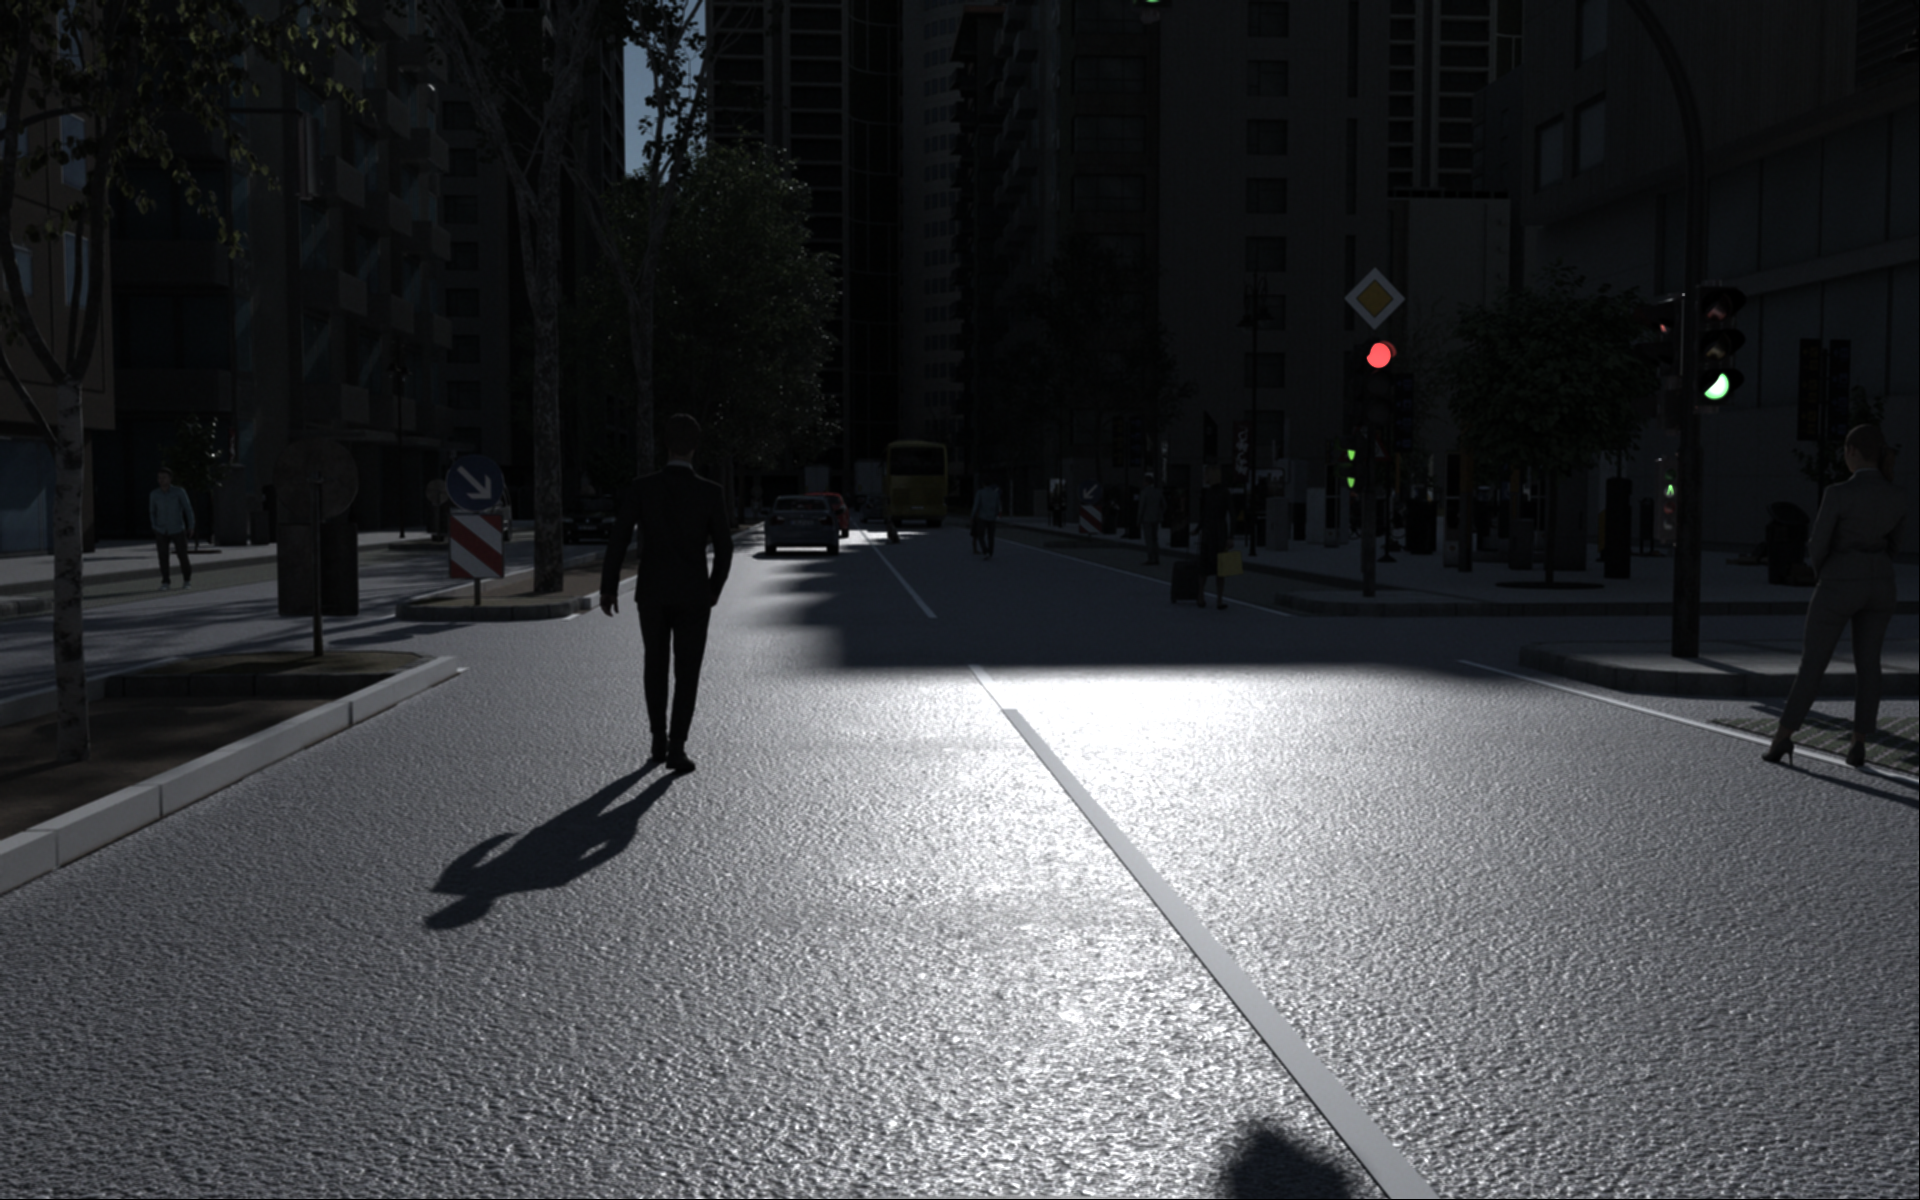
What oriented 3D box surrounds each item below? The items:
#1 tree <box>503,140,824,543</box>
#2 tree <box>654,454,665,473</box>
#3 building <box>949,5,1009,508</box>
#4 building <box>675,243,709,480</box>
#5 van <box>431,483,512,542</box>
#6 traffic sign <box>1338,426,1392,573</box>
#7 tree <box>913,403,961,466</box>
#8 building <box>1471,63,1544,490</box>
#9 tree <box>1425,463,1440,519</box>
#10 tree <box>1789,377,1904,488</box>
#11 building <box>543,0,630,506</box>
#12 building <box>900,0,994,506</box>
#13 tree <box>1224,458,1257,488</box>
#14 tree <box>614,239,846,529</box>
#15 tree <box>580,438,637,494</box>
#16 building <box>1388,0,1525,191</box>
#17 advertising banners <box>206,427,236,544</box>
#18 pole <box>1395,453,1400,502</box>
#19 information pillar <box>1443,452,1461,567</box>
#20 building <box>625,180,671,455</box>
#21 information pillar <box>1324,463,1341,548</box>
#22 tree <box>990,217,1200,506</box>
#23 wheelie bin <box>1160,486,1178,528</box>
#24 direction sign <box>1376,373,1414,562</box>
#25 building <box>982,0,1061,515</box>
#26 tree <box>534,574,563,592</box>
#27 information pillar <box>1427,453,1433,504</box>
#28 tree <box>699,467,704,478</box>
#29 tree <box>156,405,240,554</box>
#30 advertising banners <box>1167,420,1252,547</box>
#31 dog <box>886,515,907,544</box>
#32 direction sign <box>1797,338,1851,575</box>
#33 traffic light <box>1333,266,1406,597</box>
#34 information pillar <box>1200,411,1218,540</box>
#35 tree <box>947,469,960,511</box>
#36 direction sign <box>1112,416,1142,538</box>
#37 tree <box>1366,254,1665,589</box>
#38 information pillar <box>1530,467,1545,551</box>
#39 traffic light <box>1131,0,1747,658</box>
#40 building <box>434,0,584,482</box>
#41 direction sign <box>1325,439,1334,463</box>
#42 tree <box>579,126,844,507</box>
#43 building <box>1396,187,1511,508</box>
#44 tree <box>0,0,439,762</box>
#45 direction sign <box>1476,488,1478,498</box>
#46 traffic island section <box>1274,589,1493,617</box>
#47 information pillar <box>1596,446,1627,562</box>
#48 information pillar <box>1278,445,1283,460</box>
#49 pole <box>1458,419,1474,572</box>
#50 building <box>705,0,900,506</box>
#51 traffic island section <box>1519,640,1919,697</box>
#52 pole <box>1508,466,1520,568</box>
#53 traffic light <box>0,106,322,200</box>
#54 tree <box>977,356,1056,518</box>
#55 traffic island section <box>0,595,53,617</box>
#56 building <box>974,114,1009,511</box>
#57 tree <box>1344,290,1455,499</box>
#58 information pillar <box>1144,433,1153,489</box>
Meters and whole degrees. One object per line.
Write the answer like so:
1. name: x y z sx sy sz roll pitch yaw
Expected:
1. tree: -7.705 -7.464 50.243 9.928 11.665 9.643 0 3 0
2. tree: -21.564 -8.166 117.222 4.285 4.588 4.351 0 3 0
3. building: 10.479 -30.706 156.670 22.147 44.769 28.867 0 4 -4
4. building: -34.350 -25.370 186.507 14.107 30.474 14.160 0 4 -4
5. van: -14.271 -2.670 50.674 2.013 2.044 4.112 0 4 -3
6. traffic sign: 6.574 -1.724 28.199 0.884 2.594 0.081 0 4 -2
7. tree: -1.779 -11.601 140.031 4.360 8.622 3.978 0 3 0
8. building: 58.450 -29.592 167.428 14.086 41.232 14.154 0 4 -4
9. tree: 23.592 -5.715 88.039 1.663 3.219 1.824 0 3 0
10. tree: 14.596 -2.045 28.032 1.663 3.219 1.824 0 3 0
11. building: -35.533 -42.841 138.702 20.563 71.187 20.611 0 4 -4
12. building: 7.518 -39.764 192.143 28.212 58.520 21.231 0 4 -4
13. tree: 12.054 -4.885 74.469 1.663 3.219 1.824 0 3 0
14. tree: -9.509 -9.271 71.045 9.611 12.733 9.660 0 3 0
15. tree: -20.385 -7.161 100.788 4.285 4.588 4.351 0 3 0
16. building: 52.507 -46.285 195.005 20.611 71.187 20.563 0 4 -4
17. advertising banners: -19.124 -2.980 44.905 0.090 3.025 2.074 0 4 -2
18. pole: 17.335 -4.575 68.638 0.158 3.312 0.155 0 3 0
19. information pillar: 8.648 -1.583 30.373 0.304 2.012 0.304 1 4 16
20. building: -34.859 -23.824 161.229 14.107 30.474 14.160 0 4 -4
21. information pillar: 8.937 -2.266 41.537 0.304 2.012 0.304 2 4 29
22. tree: 4.521 -7.621 59.009 7.601 10.594 8.767 0 4 -4
23. wheelie bin: 7.928 -3.502 65.171 0.980 1.594 0.693 3 5 39
24. direction sign: 8.065 -2.484 32.618 0.876 3.537 0.379 1 4 19
25. building: 14.012 -30.176 112.994 23.786 49.044 30.456 0 4 -4
26. tree: -7.290 -10.222 25.480 12.611 20.169 13.585 0 3 0
27. information pillar: 26.651 -6.538 98.248 0.504 3.616 0.183 -3 5 -39
28. tree: -25.557 -10.969 163.059 4.285 4.588 4.351 0 3 0
29. tree: -16.497 -2.631 37.620 1.663 3.219 1.824 0 3 0
30. advertising banners: 5.992 -2.765 41.401 2.074 3.025 0.090 1 4 14
31. dog: -1.825 -2.021 49.884 0.800 0.831 0.513 -1 4 -22
32. direction sign: 12.644 -2.044 25.409 0.876 3.537 0.379 -1 4 -16
33. traffic light: 5.093 -1.994 21.529 0.839 4.253 0.868 0 4 -4
34. information pillar: 7.036 -3.512 48.780 0.504 3.616 0.183 -3 4 -36
35. tree: -0.786 -8.371 131.468 1.663 3.219 1.824 0 3 0
36. direction sign: 4.852 -3.572 50.394 0.876 3.537 0.379 2 4 25
37. tree: 8.108 -2.455 23.858 4.285 4.588 4.351 0 3 0
38. information pillar: 13.047 -2.111 39.010 0.304 2.012 0.304 -2 4 -23
39. traffic light: 3.611 -2.361 13.269 4.771 5.953 1.251 0 4 -4
40. building: -29.922 -20.156 101.248 14.160 30.474 14.107 0 4 -4
41. direction sign: 15.269 -4.871 71.637 0.379 3.537 0.876 2 4 31
42. tree: -8.594 -9.288 60.977 9.857 13.997 8.962 0 3 0
43. building: 43.411 -24.162 166.757 14.107 30.474 14.160 0 4 -4
44. tree: -4.782 -3.452 9.253 4.360 8.622 3.978 0 3 0
45. direction sign: 24.556 -5.518 82.220 0.876 3.537 0.379 2 4 33
46. traffic island section: 5.134 0.039 21.646 2.009 0.180 2.903 0 4 -4
47. information pillar: 12.297 -2.526 32.653 0.504 3.616 0.183 1 4 19
48. information pillar: 13.956 -5.101 74.758 0.504 3.616 0.183 0 4 6
49. pole: 8.326 -2.117 28.452 0.158 3.312 0.155 0 3 0
50. building: -16.912 -46.008 190.475 20.611 71.187 20.563 0 4 -4
51. traffic island section: 5.731 0.526 13.683 2.009 0.180 2.903 0 4 -4
52. pole: 9.599 -2.208 29.942 0.158 3.312 0.155 0 3 0
53. traffic light: -9.990 -2.798 20.421 4.771 5.953 1.251 0 4 -4
54. tree: 2.968 -8.682 92.310 4.360 8.622 3.978 0 3 0
55. traffic island section: -12.110 0.117 20.361 2.009 0.180 2.903 0 4 -4
56. building: 7.895 -22.245 135.406 14.160 30.474 14.107 0 4 -4
57. tree: 15.981 -6.816 61.810 4.360 8.622 3.978 0 3 0
58. information pillar: 7.299 -4.629 67.037 0.183 3.616 0.504 3 5 41
